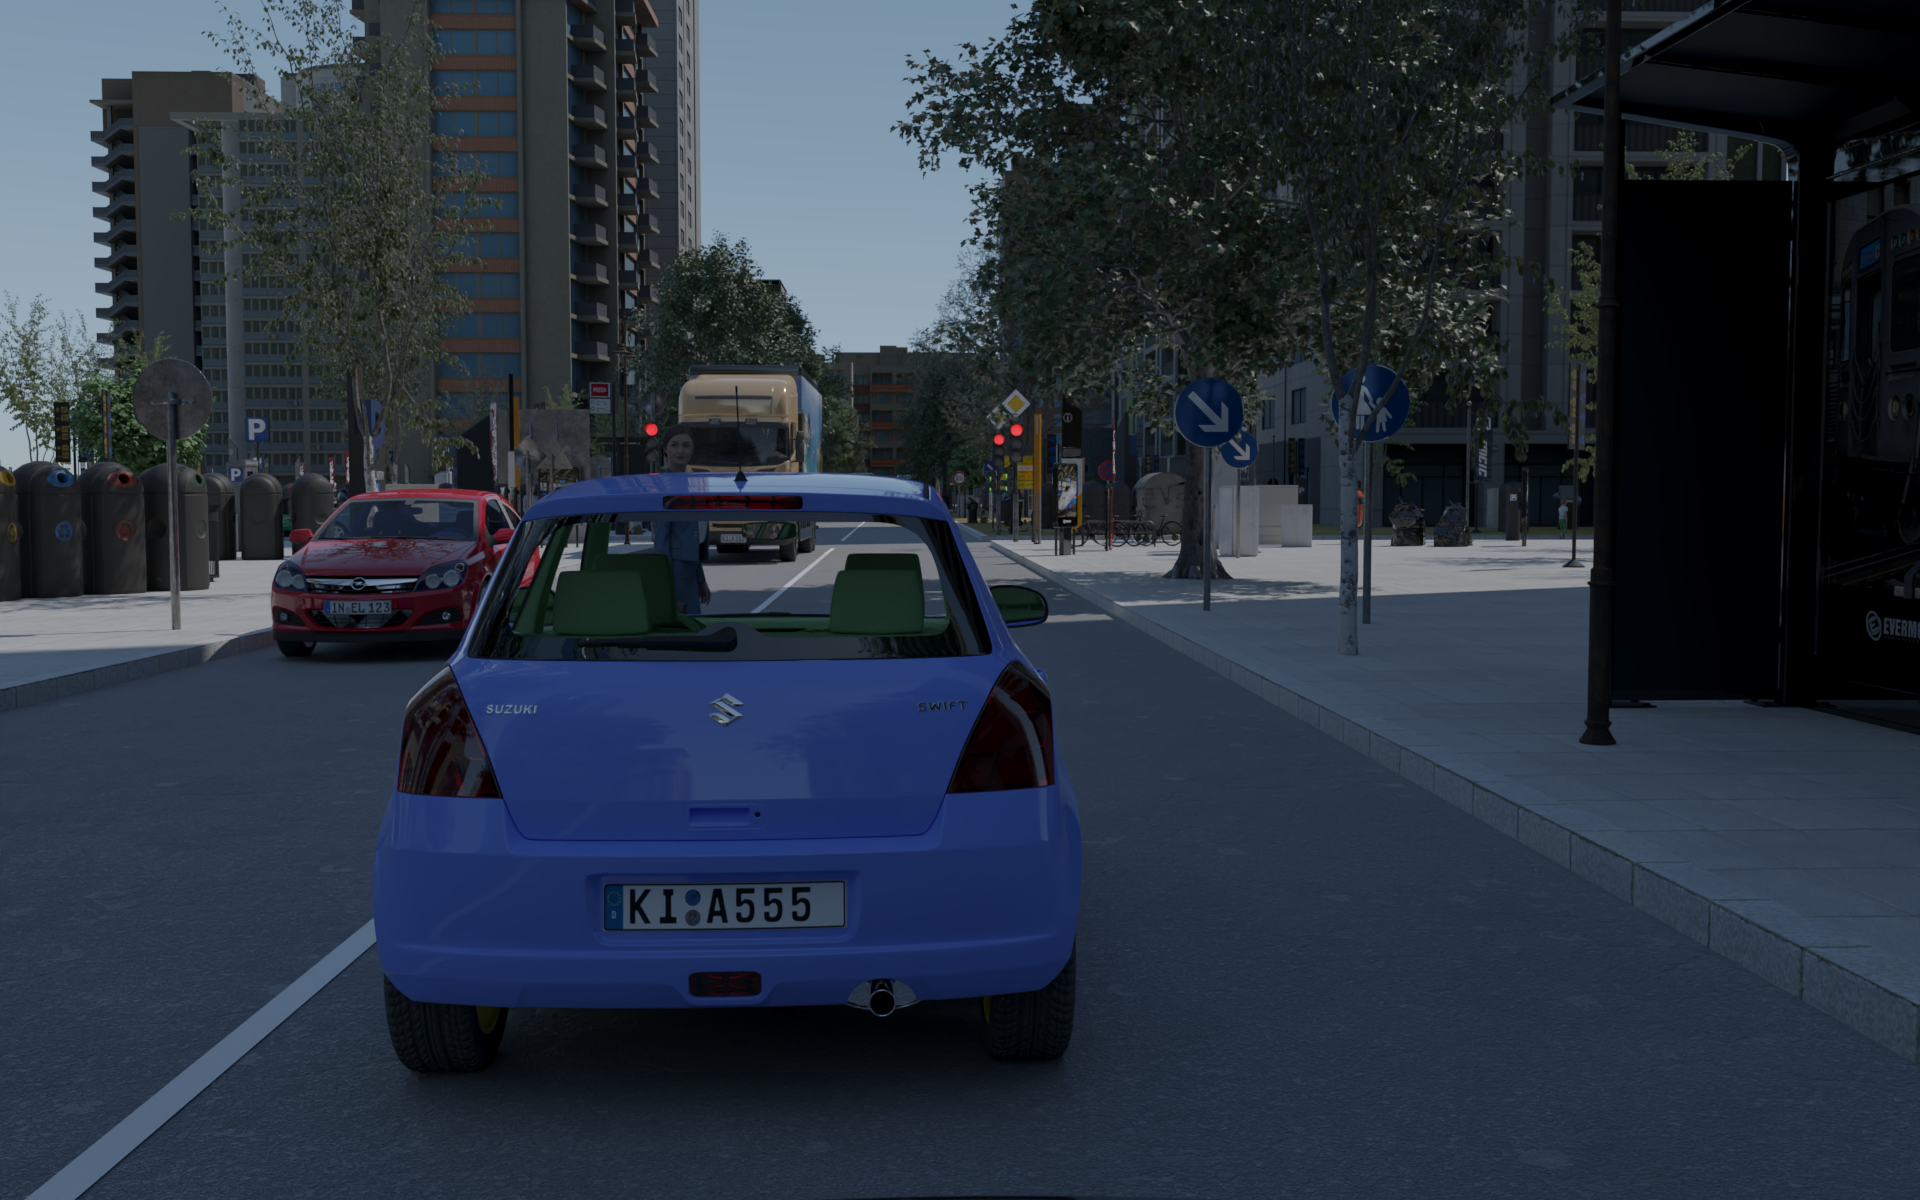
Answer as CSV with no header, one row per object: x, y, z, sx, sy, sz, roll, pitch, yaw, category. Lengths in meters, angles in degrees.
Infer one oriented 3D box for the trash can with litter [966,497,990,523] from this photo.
0.783,-3.959,76.114,1.055,1.170,0.624,1,4,14,trash can with litter

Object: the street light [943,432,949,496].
-1.008,-9.542,128.799,0.468,5.910,1.993,0,4,-2,street light

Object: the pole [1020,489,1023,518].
3.358,-6.103,93.620,0.158,3.312,0.155,0,3,0,pole

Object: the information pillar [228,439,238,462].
-30.877,-5.033,73.649,0.504,3.616,0.183,2,4,25,information pillar

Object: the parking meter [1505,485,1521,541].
15.217,-2.400,47.650,0.372,1.533,0.369,0,3,0,parking meter

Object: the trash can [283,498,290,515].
-24.695,-3.133,62.870,0.748,1.137,0.748,0,3,0,trash can

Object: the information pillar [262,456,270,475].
-42.873,-7.076,107.054,0.504,3.616,0.183,1,4,8,information pillar

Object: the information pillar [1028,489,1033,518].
3.847,-5.379,92.443,0.304,2.012,0.304,-3,5,-41,information pillar

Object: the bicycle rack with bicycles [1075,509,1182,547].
4.083,-1.806,42.910,2.925,0.926,2.852,0,4,6,bicycle rack with bicycles

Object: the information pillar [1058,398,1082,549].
2.597,-3.002,40.435,0.504,3.616,0.183,0,4,7,information pillar

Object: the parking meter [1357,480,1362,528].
14.761,-3.605,64.657,0.399,1.863,0.255,3,4,37,parking meter

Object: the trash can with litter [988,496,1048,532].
1.971,-2.949,59.270,2.233,1.210,1.678,-1,4,-8,trash can with litter

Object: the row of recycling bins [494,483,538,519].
-15.551,-3.278,60.716,3.534,1.692,1.069,1,4,13,row of recycling bins

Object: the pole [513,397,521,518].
-9.355,-2.608,36.486,0.158,3.312,0.155,0,3,0,pole

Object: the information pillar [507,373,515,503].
-8.764,-2.598,33.831,0.183,3.616,0.504,-1,4,-19,information pillar

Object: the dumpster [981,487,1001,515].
1.972,-6.327,109.206,1.264,1.857,1.865,0,4,-2,dumpster

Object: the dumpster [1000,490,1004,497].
3.599,-7.261,121.207,1.502,2.255,1.985,0,4,-2,dumpster

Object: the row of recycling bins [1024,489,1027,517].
4.310,-5.463,96.431,1.069,1.692,3.534,-1,4,-22,row of recycling bins

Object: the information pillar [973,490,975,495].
1.003,-8.374,128.276,0.183,3.616,0.504,2,4,28,information pillar

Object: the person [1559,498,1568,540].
18.379,-2.450,52.803,0.306,1.304,0.590,3,4,38,person

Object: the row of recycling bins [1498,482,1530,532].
18.995,-3.203,59.481,1.069,1.692,3.534,1,4,17,row of recycling bins

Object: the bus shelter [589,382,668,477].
-12.268,-5.328,64.743,2.179,5.291,8.768,0,4,-2,bus shelter

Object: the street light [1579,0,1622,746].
3.283,-2.199,8.739,0.468,5.910,1.993,0,4,-2,street light

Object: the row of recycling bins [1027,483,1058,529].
4.371,-3.432,63.230,3.534,1.692,1.069,2,4,29,row of recycling bins

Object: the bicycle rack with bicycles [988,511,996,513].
3.216,-6.260,115.734,2.852,0.926,2.925,1,4,22,bicycle rack with bicycles

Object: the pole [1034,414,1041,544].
1.977,-3.080,44.194,0.158,3.312,0.155,0,3,0,pole

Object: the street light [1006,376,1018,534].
1.647,-5.038,55.159,0.468,5.910,1.993,0,4,-2,street light

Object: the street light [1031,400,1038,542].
1.981,-4.481,46.050,0.468,5.910,1.993,0,4,-2,street light

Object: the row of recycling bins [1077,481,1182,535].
5.470,-2.943,55.231,3.534,1.692,1.069,-1,4,-20,row of recycling bins

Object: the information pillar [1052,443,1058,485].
4.440,-5.440,80.296,0.183,3.616,0.504,-2,4,-27,information pillar

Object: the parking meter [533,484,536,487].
-19.701,-4.525,79.703,0.399,1.863,0.255,3,5,40,parking meter

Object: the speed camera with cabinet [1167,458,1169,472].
11.340,-6.174,95.286,0.660,3.252,2.038,2,4,31,speed camera with cabinet

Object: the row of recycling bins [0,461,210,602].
-11.191,-0.907,21.949,1.069,1.692,3.534,2,4,28,row of recycling bins

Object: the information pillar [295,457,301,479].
-41.501,-7.175,108.669,0.504,3.616,0.183,2,4,35,information pillar

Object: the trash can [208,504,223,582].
-11.145,-0.833,25.269,0.748,1.137,0.748,0,3,0,trash can

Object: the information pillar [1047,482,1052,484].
5.538,-6.246,106.618,0.304,2.012,0.304,1,4,20,information pillar

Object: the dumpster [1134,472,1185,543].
5.402,-2.489,46.450,1.264,1.857,1.865,0,4,-2,dumpster

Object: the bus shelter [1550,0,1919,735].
4.474,-0.983,7.357,1.731,3.624,6.357,0,4,-2,bus shelter

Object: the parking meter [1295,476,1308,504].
11.137,-3.107,56.511,0.399,1.863,0.255,0,4,4,parking meter

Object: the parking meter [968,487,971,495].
0.654,-6.135,106.010,0.255,1.863,0.399,0,4,-7,parking meter

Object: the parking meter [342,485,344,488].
-36.347,-5.919,102.480,0.399,1.863,0.255,0,4,3,parking meter

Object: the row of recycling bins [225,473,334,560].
-14.099,-1.639,33.918,3.534,1.692,1.069,-1,4,-12,row of recycling bins

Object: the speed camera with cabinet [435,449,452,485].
-21.271,-4.765,72.240,0.660,3.252,2.038,0,4,5,speed camera with cabinet

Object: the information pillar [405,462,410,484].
-40.877,-8.364,128.104,0.504,3.616,0.183,3,5,40,information pillar

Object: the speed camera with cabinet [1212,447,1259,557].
5.707,-2.568,36.323,0.660,3.252,2.038,0,4,-8,speed camera with cabinet

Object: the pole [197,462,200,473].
-47.584,-7.002,108.333,0.158,3.312,0.155,0,3,0,pole

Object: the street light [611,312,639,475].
-8.511,-4.363,44.123,0.468,5.910,1.993,0,4,-2,street light

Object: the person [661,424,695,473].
-1.628,-0.074,9.742,0.654,1.822,0.581,2,4,28,person

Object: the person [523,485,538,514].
-12.138,-2.421,49.085,0.512,1.701,0.522,-3,4,-37,person

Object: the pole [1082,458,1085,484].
6.844,-6.288,96.659,0.158,3.312,0.155,0,3,0,pole

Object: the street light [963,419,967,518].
0.265,-7.323,92.516,0.468,5.910,1.993,0,4,-2,street light

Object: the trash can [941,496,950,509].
-1.055,-6.820,123.161,0.748,1.137,0.748,0,3,0,trash can

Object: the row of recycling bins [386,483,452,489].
-19.857,-3.429,63.180,3.534,1.692,1.069,1,4,22,row of recycling bins
